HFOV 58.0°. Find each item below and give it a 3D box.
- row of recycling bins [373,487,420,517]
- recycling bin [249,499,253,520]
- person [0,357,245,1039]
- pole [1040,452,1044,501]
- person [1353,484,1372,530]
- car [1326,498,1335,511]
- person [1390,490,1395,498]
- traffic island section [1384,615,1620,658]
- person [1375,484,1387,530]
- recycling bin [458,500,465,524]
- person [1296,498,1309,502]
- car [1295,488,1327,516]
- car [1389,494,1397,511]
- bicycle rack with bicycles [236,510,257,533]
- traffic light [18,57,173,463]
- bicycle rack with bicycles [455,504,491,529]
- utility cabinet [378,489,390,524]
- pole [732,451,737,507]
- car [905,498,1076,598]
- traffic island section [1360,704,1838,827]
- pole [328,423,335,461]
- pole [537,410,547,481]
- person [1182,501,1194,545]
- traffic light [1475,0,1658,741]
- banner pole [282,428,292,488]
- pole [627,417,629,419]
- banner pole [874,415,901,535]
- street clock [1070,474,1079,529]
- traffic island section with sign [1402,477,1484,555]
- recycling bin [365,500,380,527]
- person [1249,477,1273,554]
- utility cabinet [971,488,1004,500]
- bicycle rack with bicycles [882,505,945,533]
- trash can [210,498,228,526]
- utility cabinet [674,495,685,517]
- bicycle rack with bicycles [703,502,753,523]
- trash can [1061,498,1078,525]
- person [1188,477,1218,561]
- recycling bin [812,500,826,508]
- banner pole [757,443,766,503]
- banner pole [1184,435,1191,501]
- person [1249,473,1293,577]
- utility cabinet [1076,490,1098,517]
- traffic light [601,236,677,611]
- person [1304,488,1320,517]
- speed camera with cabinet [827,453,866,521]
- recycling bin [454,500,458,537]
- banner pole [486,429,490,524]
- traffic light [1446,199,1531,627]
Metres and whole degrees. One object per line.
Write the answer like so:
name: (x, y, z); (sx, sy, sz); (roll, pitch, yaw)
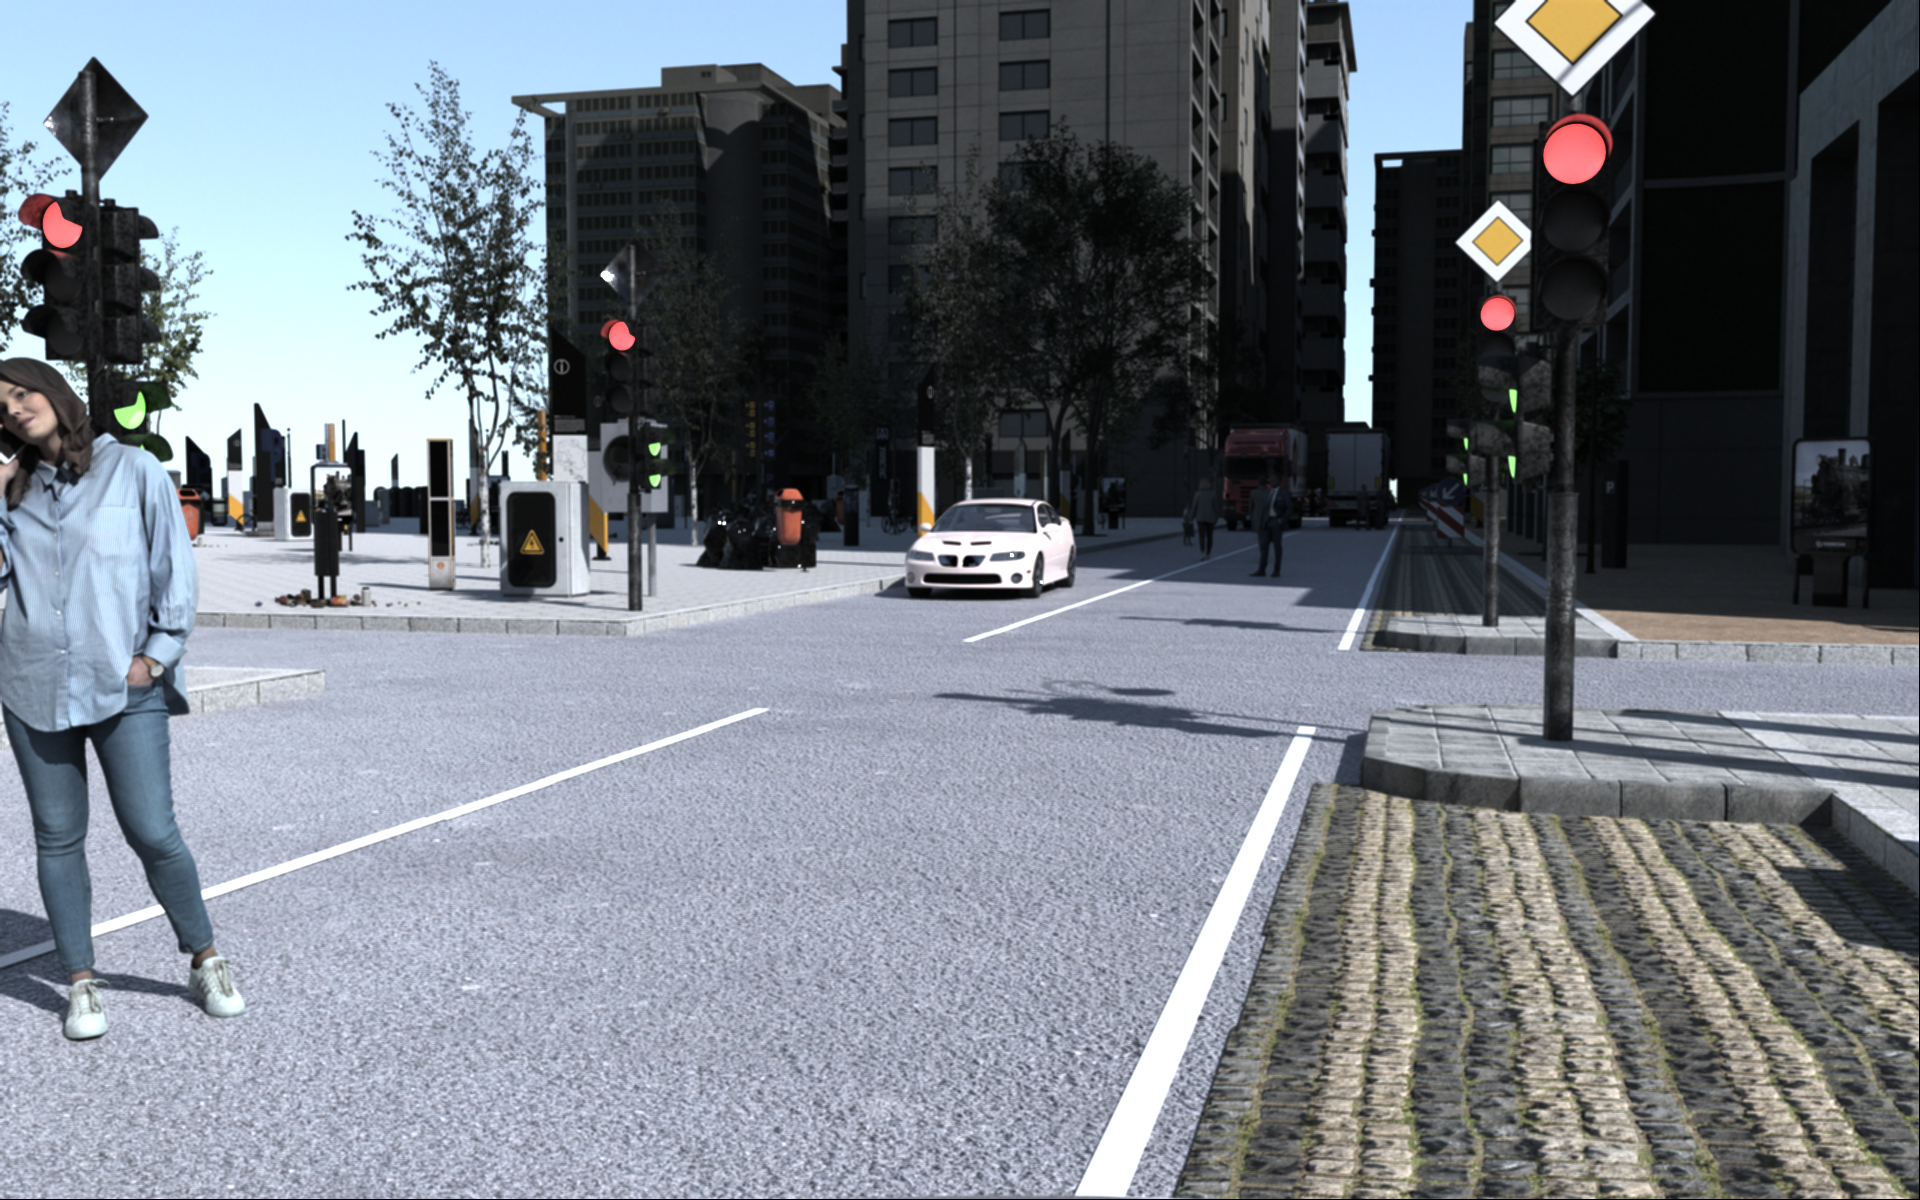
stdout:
row of recycling bins: (-30.948, -5.424, 95.802); (3.534, 1.692, 1.069); (2, 4, 24)
recycling bin: (-34.619, -4.458, 85.448); (0.722, 1.027, 0.722); (-2, 4, -35)
person: (-2.302, 0.251, 4.658); (0.793, 1.790, 0.793); (-3, 4, -37)
pole: (3.993, -5.502, 83.802); (0.158, 3.312, 0.155); (0, 3, 0)
person: (15.987, -3.669, 68.583); (0.694, 1.812, 0.767); (-2, 4, -26)
car: (27.804, -7.245, 131.034); (1.945, 1.354, 3.894); (1, 4, 15)
person: (40.526, -9.436, 162.863); (1.350, 1.814, 0.705); (-3, 4, -38)
traffic island section: (5.161, 0.336, 16.785); (2.009, 0.180, 2.903); (1, 4, 15)
person: (16.951, -3.750, 69.625); (0.447, 1.846, 0.655); (-1, 4, -15)
recycling bin: (-22.024, -3.837, 75.286); (0.722, 1.027, 0.722); (1, 4, 17)
person: (19.540, -5.557, 100.045); (1.217, 1.739, 0.721); (0, 4, 4)
car: (22.833, -6.383, 113.035); (2.281, 1.827, 5.304); (1, 4, 15)
car: (36.085, -8.455, 147.039); (1.959, 1.807, 4.718); (1, 4, 16)
bicycle rack with bicycles: (-22.066, -2.694, 57.429); (2.925, 0.926, 2.852); (0, 4, 2)
traffic light: (-5.565, -1.362, 11.188); (0.839, 4.253, 0.868); (1, 4, 15)
bicycle rack with bicycles: (-17.852, -3.075, 63.659); (2.925, 0.926, 2.852); (-1, 4, -17)
utility cabinet: (-24.790, -4.023, 74.457); (0.318, 1.500, 1.173); (-2, 4, -27)
pole: (-10.592, -5.356, 81.415); (0.158, 3.312, 0.155); (0, 3, 0)
car: (0.536, -0.804, 25.500); (2.083, 1.381, 4.827); (1, 4, 13)
traffic island section: (3.148, 0.809, 9.057); (2.009, 0.180, 2.903); (1, 4, 15)
pole: (-18.156, -3.442, 50.124); (0.158, 3.312, 0.155); (0, 3, 0)
pole: (-10.182, -2.960, 42.231); (0.158, 3.312, 0.155); (0, 3, 0)
person: (6.360, -2.147, 48.292); (0.332, 1.250, 0.352); (-2, 4, -26)
traffic light: (3.112, -1.225, 8.953); (0.839, 4.253, 0.868); (1, 4, 15)
banner pole: (-25.604, -4.626, 65.646); (0.863, 3.779, 0.401); (1, 4, 14)
pole: (-5.308, -2.093, 28.061); (0.158, 3.312, 0.155); (0, 3, 0)
banner pole: (-2.293, -3.962, 54.803); (0.863, 3.779, 0.401); (-1, 4, -18)
street clock: (4.093, -3.577, 63.056); (0.471, 2.002, 0.358); (1, 4, 9)
traffic island section with sign: (11.601, -2.005, 41.413); (1.989, 1.847, 2.006); (1, 4, 15)
recycling bin: (-23.256, -3.405, 68.221); (0.722, 1.027, 0.722); (-1, 4, -14)
person: (6.706, -1.805, 38.111); (0.694, 1.812, 0.767); (2, 4, 34)
utility cabinet: (1.000, -3.323, 63.016); (1.173, 1.500, 0.318); (-1, 4, -15)
bicycle rack with bicycles: (-1.462, -2.735, 58.104); (2.925, 0.926, 2.852); (-3, 5, -42)
trash can: (-29.928, -3.566, 69.952); (0.748, 1.137, 0.748); (0, 3, 0)
utility cabinet: (-15.878, -5.250, 97.003); (1.020, 1.237, 0.306); (2, 4, 32)
bicycle rack with bicycles: (-9.500, -3.764, 74.916); (2.852, 0.926, 2.925); (-2, 4, -32)
trash can: (4.297, -3.467, 68.338); (0.748, 1.137, 0.748); (0, 3, 0)
person: (5.214, -1.753, 37.341); (0.709, 1.800, 0.728); (0, 4, 6)
recycling bin: (-6.013, -3.804, 74.754); (0.722, 1.027, 0.722); (0, 4, -7)
banner pole: (-9.834, -5.845, 85.588); (0.401, 3.779, 0.863); (2, 4, 29)
banner pole: (9.658, -5.118, 73.698); (0.401, 3.779, 0.863); (2, 4, 26)
person: (5.429, -1.307, 30.047); (0.721, 1.800, 0.419); (3, 5, 41)
utility cabinet: (6.925, -5.238, 94.325); (1.173, 1.500, 0.318); (1, 4, 20)
traffic light: (-3.552, -1.835, 18.916); (0.839, 4.253, 0.868); (1, 4, 15)
person: (21.773, -6.033, 107.102); (0.705, 1.831, 1.348); (-3, 5, -39)
speed camera with cabinet: (-5.412, -5.502, 84.289); (2.038, 3.252, 0.660); (1, 4, 11)
recycling bin: (-15.559, -2.418, 52.094); (0.722, 1.027, 0.722); (-1, 4, -15)
banner pole: (-18.190, -4.696, 66.789); (0.401, 3.779, 0.863); (-1, 4, -13)
traffic light: (5.125, -1.698, 16.681); (0.839, 4.253, 0.868); (1, 4, 15)
